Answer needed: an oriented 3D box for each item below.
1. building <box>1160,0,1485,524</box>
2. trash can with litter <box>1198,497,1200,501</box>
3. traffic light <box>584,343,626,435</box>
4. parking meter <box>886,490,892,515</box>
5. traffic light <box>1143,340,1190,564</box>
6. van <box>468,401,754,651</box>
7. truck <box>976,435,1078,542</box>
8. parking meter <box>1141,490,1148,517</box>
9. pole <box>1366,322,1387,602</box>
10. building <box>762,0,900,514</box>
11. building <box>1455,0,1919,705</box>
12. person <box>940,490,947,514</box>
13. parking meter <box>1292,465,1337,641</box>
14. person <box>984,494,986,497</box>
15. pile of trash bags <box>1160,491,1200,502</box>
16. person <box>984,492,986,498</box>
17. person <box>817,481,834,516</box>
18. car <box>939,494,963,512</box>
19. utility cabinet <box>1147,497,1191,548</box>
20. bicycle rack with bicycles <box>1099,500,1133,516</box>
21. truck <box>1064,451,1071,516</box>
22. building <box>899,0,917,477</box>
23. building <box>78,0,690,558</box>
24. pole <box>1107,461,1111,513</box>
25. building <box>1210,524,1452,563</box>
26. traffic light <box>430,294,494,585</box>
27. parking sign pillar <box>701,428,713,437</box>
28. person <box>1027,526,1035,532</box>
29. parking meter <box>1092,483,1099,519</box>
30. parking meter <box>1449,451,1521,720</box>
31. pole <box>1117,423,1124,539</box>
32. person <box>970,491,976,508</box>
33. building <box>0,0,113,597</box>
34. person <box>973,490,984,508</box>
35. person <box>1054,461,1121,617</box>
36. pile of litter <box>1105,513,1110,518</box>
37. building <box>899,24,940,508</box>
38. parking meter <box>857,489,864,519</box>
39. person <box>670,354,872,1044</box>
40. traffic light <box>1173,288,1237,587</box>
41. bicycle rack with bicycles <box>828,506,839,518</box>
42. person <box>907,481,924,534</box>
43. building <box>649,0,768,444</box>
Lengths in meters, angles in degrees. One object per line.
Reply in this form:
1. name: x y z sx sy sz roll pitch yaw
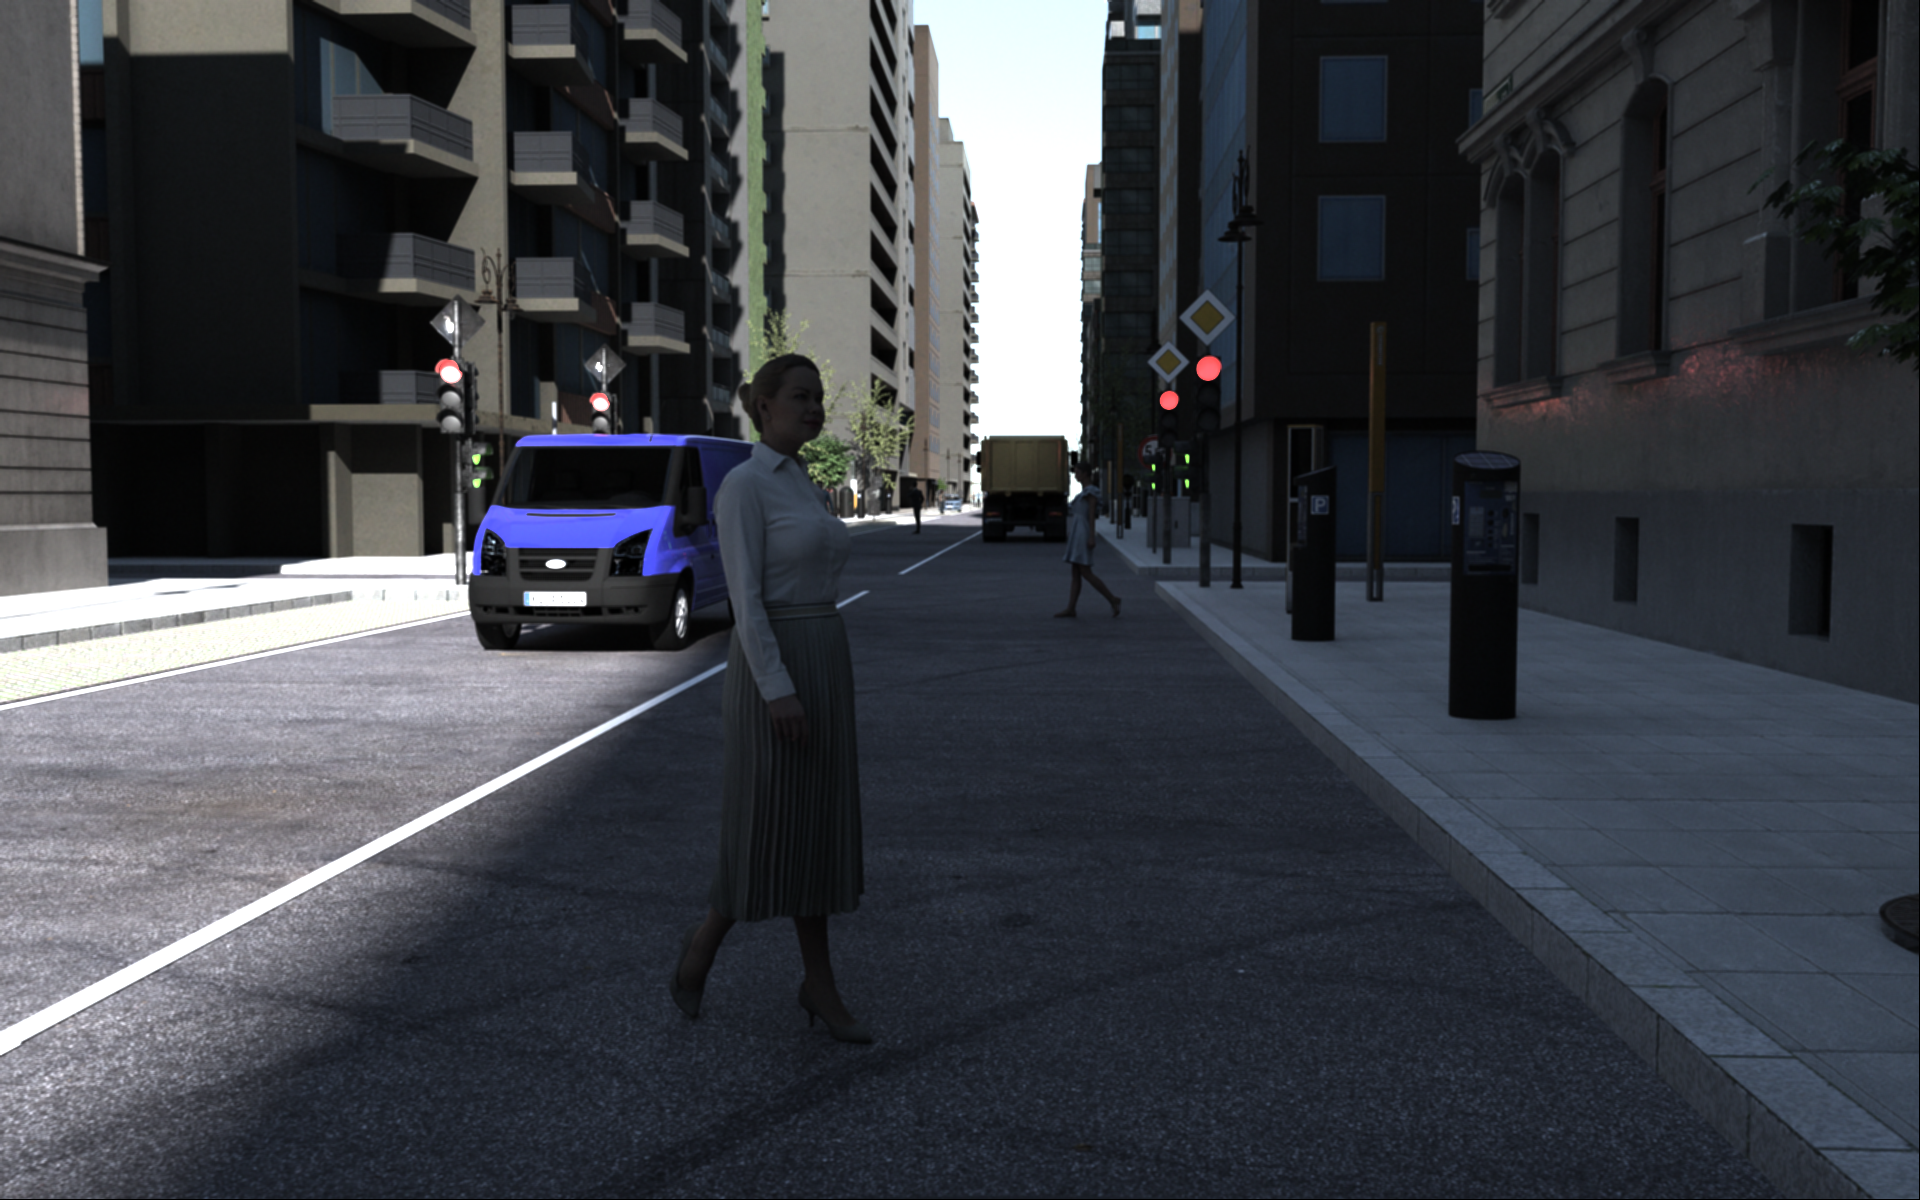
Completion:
1. building: 17.659 -26.841 88.966 14.600 45.320 14.200 0 4 3
2. trash can with litter: 10.998 -3.981 76.155 2.233 1.210 1.678 2 4 34
3. traffic light: -6.604 -2.655 32.332 0.839 4.253 0.868 0 4 3
4. parking meter: -4.440 -6.088 107.942 0.372 1.533 0.369 0 3 0
5. traffic light: 3.793 -2.622 31.791 0.839 4.253 0.868 0 4 3
6. van: -3.324 -0.810 17.625 2.240 2.365 5.245 0 4 4
7. truck: 2.104 -3.632 55.310 3.469 3.379 9.791 0 4 3
8. parking meter: 10.271 -5.371 96.232 0.372 1.533 0.369 0 3 0
9. pole: 4.965 -1.639 20.645 0.158 3.312 0.155 0 3 0
10. building: -15.733 -30.277 118.734 21.300 48.544 21.600 0 4 3
11. building: 12.066 -13.611 9.924 14.401 28.519 23.554 0 4 3
12. person: -1.192 -7.015 123.908 0.721 1.735 1.217 1 4 20
13. parking meter: 3.109 -0.416 15.207 0.372 1.533 0.369 0 3 0
14. person: 3.161 -11.749 200.696 1.348 1.812 0.705 -3 4 -37
15. pile of trash bags: 7.248 -2.884 56.912 1.912 1.369 3.447 1 4 23
16. person: 3.218 -12.382 211.870 0.541 1.710 0.530 0 4 -7
17. person: -3.992 -2.545 50.130 0.660 1.820 0.620 -1 4 -10
18. car: -0.759 -7.686 137.674 2.014 1.417 4.499 0 4 2
19. utility cabinet: 5.011 -1.859 41.563 1.020 1.237 0.306 1 4 13
20. bicycle rack with bicycles: 9.344 -5.507 103.422 2.925 0.926 2.852 -1 4 -8
21. truck: 6.202 -7.923 118.460 2.839 4.237 11.283 0 4 3
22. building: -17.964 -33.885 143.266 28.713 52.752 27.495 0 4 3
23. building: -19.955 -23.995 46.937 22.147 44.769 28.867 0 4 3
24. pole: 9.180 -6.885 106.413 0.158 3.312 0.155 0 3 0
25. building: 12.885 -23.677 37.233 14.200 45.320 14.600 0 4 3
26. traffic light: -7.033 -2.167 24.359 0.839 4.253 0.868 0 4 3
27. parking sign pillar: -10.696 -5.031 70.729 1.447 3.967 1.447 0 4 8
28. person: 2.649 -3.469 65.883 0.731 1.740 0.598 2 4 35
29. parking meter: 7.009 -5.120 89.421 0.399 1.863 0.255 0 4 -4
30. parking meter: 3.018 -0.095 9.965 0.372 1.533 0.369 0 3 0
31. pole: 4.614 -3.425 49.846 0.158 3.312 0.155 0 3 0
32. person: 1.339 -10.618 182.626 0.750 1.759 0.617 1 4 13
33. building: -21.112 -9.455 19.217 19.286 19.102 10.561 0 4 3
34. person: 1.936 -10.444 179.240 1.348 1.826 0.705 -1 4 -19
35. person: 1.476 -0.699 20.030 0.778 1.811 0.616 0 4 7
36. pile of litter: 8.350 -4.885 93.836 1.176 0.858 1.719 2 4 30
37. building: -9.301 -31.422 163.867 14.600 45.320 14.200 0 4 3
38. parking meter: -5.188 -5.021 90.509 0.372 1.533 0.369 0 3 0
39. person: -0.518 0.252 4.604 0.641 1.798 0.478 3 4 37
40. traffic light: 3.364 -2.134 23.818 0.839 4.253 0.868 0 4 3
41. bicycle rack with bicycles: -8.364 -5.365 101.097 2.852 0.926 2.925 -3 5 -41
42. person: -1.632 -3.369 62.948 0.474 1.900 0.648 2 4 28
43. building: -16.913 -24.160 78.617 14.154 41.232 14.086 0 4 3
